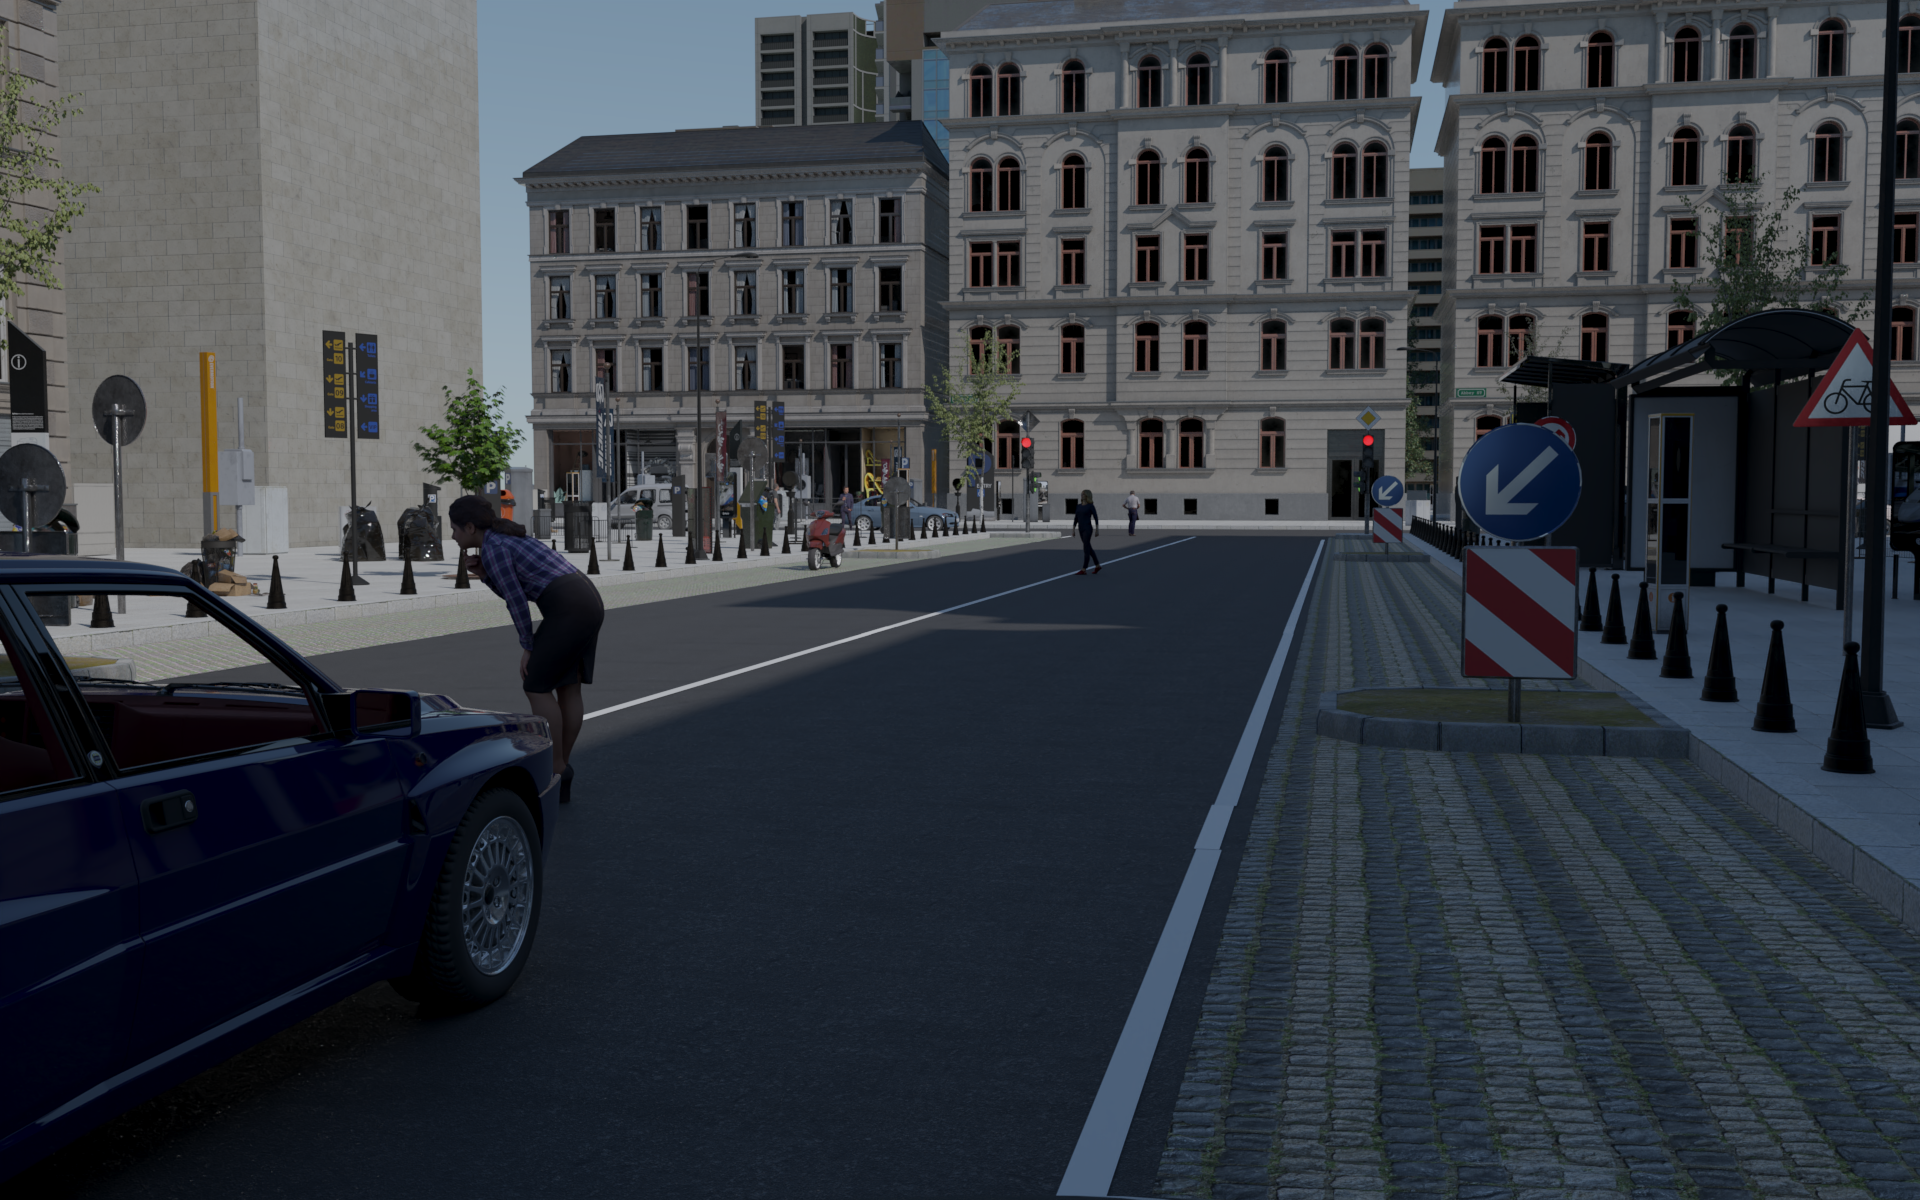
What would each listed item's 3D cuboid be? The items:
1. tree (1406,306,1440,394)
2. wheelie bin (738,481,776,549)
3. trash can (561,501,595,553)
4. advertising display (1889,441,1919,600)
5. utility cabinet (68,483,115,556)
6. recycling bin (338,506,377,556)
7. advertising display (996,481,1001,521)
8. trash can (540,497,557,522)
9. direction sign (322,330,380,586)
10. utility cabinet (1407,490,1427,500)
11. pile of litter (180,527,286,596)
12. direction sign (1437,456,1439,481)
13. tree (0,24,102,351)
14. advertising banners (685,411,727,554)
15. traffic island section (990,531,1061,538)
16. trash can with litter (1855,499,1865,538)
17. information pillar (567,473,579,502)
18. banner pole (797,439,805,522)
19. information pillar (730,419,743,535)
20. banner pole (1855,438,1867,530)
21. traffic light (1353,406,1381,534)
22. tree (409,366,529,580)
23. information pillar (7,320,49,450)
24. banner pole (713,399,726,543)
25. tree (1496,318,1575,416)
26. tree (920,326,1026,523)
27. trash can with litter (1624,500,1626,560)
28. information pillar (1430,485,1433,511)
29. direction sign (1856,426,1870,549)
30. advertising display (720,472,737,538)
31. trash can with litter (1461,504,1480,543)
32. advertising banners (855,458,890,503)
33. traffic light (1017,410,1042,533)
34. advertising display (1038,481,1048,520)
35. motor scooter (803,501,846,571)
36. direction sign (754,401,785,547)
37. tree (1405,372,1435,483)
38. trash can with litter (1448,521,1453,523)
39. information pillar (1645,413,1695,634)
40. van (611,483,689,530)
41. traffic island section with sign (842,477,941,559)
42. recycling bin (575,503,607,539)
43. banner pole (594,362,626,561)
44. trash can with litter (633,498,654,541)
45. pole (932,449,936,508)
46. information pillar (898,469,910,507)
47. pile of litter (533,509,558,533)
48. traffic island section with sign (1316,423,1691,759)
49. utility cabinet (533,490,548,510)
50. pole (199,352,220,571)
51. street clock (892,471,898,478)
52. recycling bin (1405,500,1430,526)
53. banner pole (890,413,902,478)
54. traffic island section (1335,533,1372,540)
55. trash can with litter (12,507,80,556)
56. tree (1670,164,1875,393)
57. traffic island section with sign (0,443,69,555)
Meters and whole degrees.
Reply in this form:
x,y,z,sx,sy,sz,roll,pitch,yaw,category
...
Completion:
x,y,z,sx,sy,sz,roll,pitch,yaw,category
43.219,-19.485,174.475,12.611,20.169,13.585,0,3,0,tree
-4.768,-2.005,40.692,0.980,1.594,0.693,3,5,40,wheelie bin
-8.292,-1.588,37.617,0.748,1.137,0.748,0,3,0,trash can
11.689,-0.953,20.794,0.123,1.923,0.974,-2,4,-35,advertising display
-18.037,-1.661,35.834,0.318,1.500,1.173,1,4,12,utility cabinet
-12.570,-1.442,36.130,0.722,1.027,0.722,-1,4,-23,recycling bin
1.860,-4.800,83.699,0.123,1.923,0.974,1,4,8,advertising display
-18.703,-4.102,78.723,0.748,1.137,0.748,0,3,0,trash can
-8.533,-1.978,24.344,0.379,3.537,0.876,2,4,35,direction sign
28.290,-6.030,107.275,1.173,1.500,0.318,1,4,18,utility cabinet
-9.471,-0.488,21.951,1.719,0.858,1.176,1,4,19,pile of litter
28.712,-6.803,103.218,0.876,3.537,0.379,0,4,-6,direction sign
-15.488,-4.657,26.512,4.737,8.622,4.395,0,3,0,tree
-5.461,-2.512,37.254,0.090,3.025,2.074,-2,4,-33,advertising banners
2.235,-2.167,57.708,2.009,0.180,2.903,1,4,12,traffic island section
26.297,-2.398,50.599,1.055,1.170,0.624,-1,4,-18,trash can with litter
-13.266,-3.358,59.387,0.304,2.012,0.304,2,4,34,information pillar
-7.334,-5.470,79.451,0.401,3.779,0.863,-1,4,-14,banner pole
-7.009,-3.851,54.314,0.504,3.616,0.183,3,4,37,information pillar
27.029,-3.791,52.003,0.401,3.779,0.863,0,4,4,banner pole
12.983,-4.056,55.239,0.839,4.253,0.868,1,4,12,traffic light
-7.485,-1.936,26.248,1.663,3.219,1.824,0,3,0,tree
-12.595,-1.963,23.445,0.504,3.616,0.183,0,4,1,information pillar
-6.344,-3.420,45.937,0.401,3.779,0.863,1,4,10,banner pole
24.229,-7.417,71.628,4.360,8.622,3.978,0,3,0,tree
0.704,-7.648,75.401,4.737,8.622,4.395,0,3,0,tree
13.149,-1.382,33.979,0.624,1.170,1.055,1,4,10,trash can with litter
36.940,-8.002,135.320,0.304,2.012,0.304,-3,4,-36,information pillar
21.064,-2.949,40.216,0.379,3.537,0.876,0,4,-4,direction sign
-6.819,-2.782,50.695,0.123,1.923,0.974,-3,4,-38,advertising display
13.674,-2.125,46.129,0.624,1.170,1.055,1,4,15,trash can with litter
-4.329,-5.473,85.664,2.074,3.025,0.090,2,4,30,advertising banners
2.272,-4.198,57.565,0.839,4.253,0.868,1,4,12,traffic light
3.823,-4.827,84.139,0.974,1.923,0.123,-2,4,-25,advertising display
-2.553,-1.236,32.979,0.815,1.314,1.986,1,4,12,motor scooter
-4.638,-3.074,42.263,0.876,3.537,0.379,-3,5,-41,direction sign
36.491,-14.201,149.196,9.611,12.733,9.660,0,3,0,tree
22.554,-4.089,77.920,1.678,1.210,2.233,1,4,18,trash can with litter
6.514,-0.699,15.921,0.304,2.012,0.304,0,4,0,information pillar
-12.668,-3.766,68.589,4.112,2.044,2.013,1,4,13,van
-1.507,-1.862,39.067,1.989,1.847,2.006,1,4,12,traffic island section with sign
-10.655,-2.294,50.055,0.722,1.027,0.722,3,5,44,recycling bin
-6.747,-2.617,32.809,0.401,3.779,0.863,1,4,9,banner pole
-8.798,-2.222,47.722,0.624,1.170,1.055,-1,4,-21,trash can with litter
-1.188,-5.215,79.115,0.158,3.312,0.155,0,3,0,pole
-1.631,-2.800,50.273,0.304,2.012,0.304,1,4,8,information pillar
-14.103,-2.674,57.682,1.176,0.858,1.719,-3,4,-38,pile of litter
3.177,-0.111,10.439,1.989,1.847,2.006,1,4,12,traffic island section with sign
-21.081,-4.724,85.915,1.173,1.500,0.318,-2,4,-29,utility cabinet
-10.820,-1.905,24.995,0.158,3.312,0.155,0,3,0,pole
-1.921,-3.083,54.980,0.471,2.002,0.358,-3,5,-43,street clock
18.461,-3.505,69.855,0.722,1.027,0.722,-2,4,-24,recycling bin
-1.867,-3.873,53.347,0.401,3.779,0.863,0,4,-5,banner pole
13.020,-2.022,55.345,2.009,0.180,2.903,1,4,12,traffic island section
-10.209,-0.499,19.551,0.624,1.170,1.055,-1,4,-8,trash can with litter
17.881,-5.405,38.740,4.737,8.622,4.395,0,3,0,tree
-7.294,-0.251,12.738,1.989,1.847,2.006,1,4,12,traffic island section with sign
